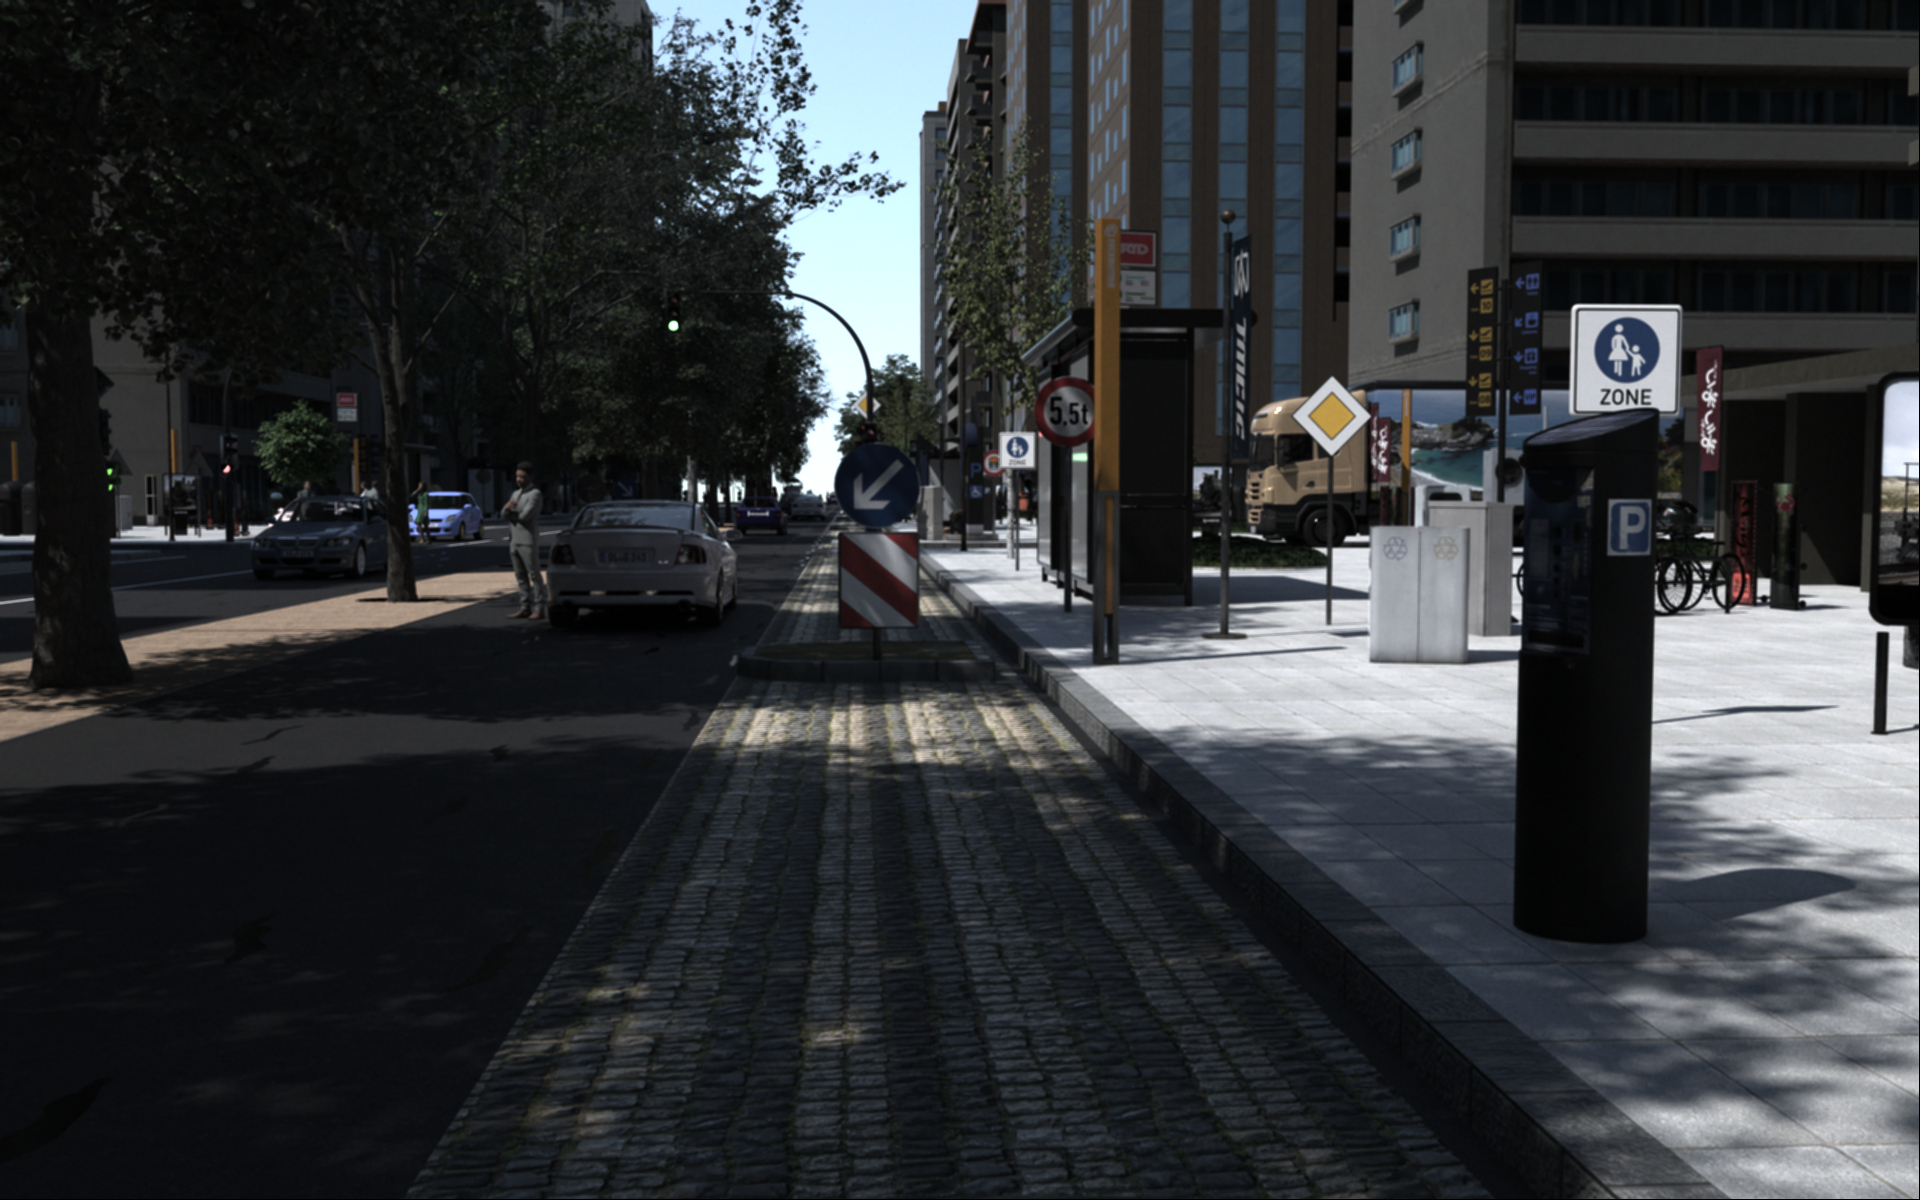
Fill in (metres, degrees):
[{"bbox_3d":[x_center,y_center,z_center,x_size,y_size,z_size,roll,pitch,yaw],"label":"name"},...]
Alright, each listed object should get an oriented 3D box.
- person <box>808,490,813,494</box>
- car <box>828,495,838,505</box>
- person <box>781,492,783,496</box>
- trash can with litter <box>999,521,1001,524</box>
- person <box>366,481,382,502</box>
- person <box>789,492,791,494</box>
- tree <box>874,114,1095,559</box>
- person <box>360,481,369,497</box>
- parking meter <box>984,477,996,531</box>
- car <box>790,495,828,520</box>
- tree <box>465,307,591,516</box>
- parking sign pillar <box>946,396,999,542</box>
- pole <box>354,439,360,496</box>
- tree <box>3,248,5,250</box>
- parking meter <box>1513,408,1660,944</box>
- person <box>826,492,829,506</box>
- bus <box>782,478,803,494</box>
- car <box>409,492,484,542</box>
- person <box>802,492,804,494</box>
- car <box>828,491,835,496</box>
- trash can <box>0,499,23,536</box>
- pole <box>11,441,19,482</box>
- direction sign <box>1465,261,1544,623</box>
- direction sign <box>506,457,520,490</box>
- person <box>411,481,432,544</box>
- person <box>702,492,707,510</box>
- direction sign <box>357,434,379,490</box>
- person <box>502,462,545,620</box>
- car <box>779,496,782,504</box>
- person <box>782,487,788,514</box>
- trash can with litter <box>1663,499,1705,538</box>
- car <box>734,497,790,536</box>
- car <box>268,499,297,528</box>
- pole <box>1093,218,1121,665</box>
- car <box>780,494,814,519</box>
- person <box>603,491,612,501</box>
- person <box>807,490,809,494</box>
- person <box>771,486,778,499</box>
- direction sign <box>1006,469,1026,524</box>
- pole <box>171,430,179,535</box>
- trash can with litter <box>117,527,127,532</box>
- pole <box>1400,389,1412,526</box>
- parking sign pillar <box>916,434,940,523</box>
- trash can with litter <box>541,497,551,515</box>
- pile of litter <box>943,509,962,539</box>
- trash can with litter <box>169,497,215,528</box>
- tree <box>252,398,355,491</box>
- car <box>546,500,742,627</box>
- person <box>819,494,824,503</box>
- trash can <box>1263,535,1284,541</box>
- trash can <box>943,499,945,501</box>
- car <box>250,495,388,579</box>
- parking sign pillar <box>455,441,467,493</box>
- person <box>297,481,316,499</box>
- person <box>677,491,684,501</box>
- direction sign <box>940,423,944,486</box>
[{"bbox_3d":[-12.572,-8.389,145.757,1.348,1.812,0.705,0,4,6],"label":"person"},{"bbox_3d":[-16.356,-12.998,225.100,1.945,1.354,3.894,0,4,-5],"label":"car"},{"bbox_3d":[-28.421,-16.314,275.951,1.217,1.735,0.721,-3,4,-38],"label":"person"},{"bbox_3d":[1.336,-3.986,76.230,1.678,1.210,2.233,0,4,7],"label":"trash can with litter"},{"bbox_3d":[-16.687,-2.498,49.435,0.635,1.810,0.391,2,4,32],"label":"person"},{"bbox_3d":[-22.349,-13.323,227.042,1.217,1.736,0.721,-3,5,-42],"label":"person"},{"bbox_3d":[1.162,-5.110,33.916,4.737,8.622,4.395,0,3,0],"label":"tree"},{"bbox_3d":[-18.200,-2.733,53.200,0.654,1.822,0.581,-2,4,-27],"label":"person"},{"bbox_3d":[1.005,-3.305,59.744,0.399,1.863,0.255,1,4,23],"label":"parking meter"},{"bbox_3d":[-8.354,-5.093,95.627,2.083,1.381,4.827,0,4,-4],"label":"car"},{"bbox_3d":[-25.453,-11.260,102.235,7.486,12.596,7.792,0,3,0],"label":"tree"},{"bbox_3d":[0.337,-3.594,47.239,1.447,3.967,1.447,-1,4,-9],"label":"parking sign pillar"},{"bbox_3d":[-22.306,-4.294,64.055,0.158,3.312,0.155,0,3,0],"label":"pole"},{"bbox_3d":[-20.171,-6.763,28.710,7.486,12.596,7.792,0,3,0],"label":"tree"},{"bbox_3d":[1.830,0.204,5.073,0.372,1.533,0.369,0,3,0],"label":"parking meter"},{"bbox_3d":[-15.847,-12.033,205.957,0.721,1.735,1.217,0,4,-1],"label":"person"},{"bbox_3d":[-25.753,-16.898,267.831,2.896,3.916,12.252,0,4,-3],"label":"bus"},{"bbox_3d":[-15.864,-2.672,53.275,1.945,1.707,3.694,0,4,-2],"label":"car"},{"bbox_3d":[-20.792,-13.423,228.692,1.217,1.736,0.721,0,4,6],"label":"person"},{"bbox_3d":[-17.394,-14.364,243.526,2.281,1.827,5.304,0,4,-2],"label":"car"},{"bbox_3d":[-29.128,-2.538,53.156,0.748,1.137,0.748,0,3,0],"label":"trash can"},{"bbox_3d":[-36.658,-4.488,67.224,0.158,3.312,0.155,0,3,0],"label":"pole"},{"bbox_3d":[5.393,-1.544,17.239,0.379,3.537,0.876,-2,4,-35],"label":"direction sign"},{"bbox_3d":[-27.590,-7.035,107.016,0.876,3.537,0.379,0,4,2],"label":"direction sign"},{"bbox_3d":[-15.254,-2.479,49.287,0.600,1.795,0.529,3,5,39],"label":"person"},{"bbox_3d":[-22.414,-8.663,151.616,0.415,1.643,0.593,-3,4,-36],"label":"person"},{"bbox_3d":[-22.427,-4.508,65.699,0.379,3.537,0.876,3,5,40],"label":"direction sign"},{"bbox_3d":[-5.020,-0.681,19.811,0.511,1.800,0.466,2,4,29],"label":"person"},{"bbox_3d":[-25.325,-14.626,251.720,1.945,1.354,3.894,0,4,-2],"label":"car"},{"bbox_3d":[-9.770,-5.368,96.282,0.388,1.821,0.555,-1,4,-19],"label":"person"},{"bbox_3d":[16.384,-1.687,38.965,1.055,1.170,0.624,-2,4,-34],"label":"trash can with litter"},{"bbox_3d":[-6.939,-2.927,60.429,1.945,1.354,3.894,0,4,-4],"label":"car"},{"bbox_3d":[-19.687,-2.492,53.103,2.083,1.381,4.827,0,4,-4],"label":"car"},{"bbox_3d":[1.098,-1.169,12.952,0.158,3.312,0.155,0,3,0],"label":"pole"},{"bbox_3d":[-9.526,-5.494,101.633,2.131,1.459,4.920,0,4,-3],"label":"car"},{"bbox_3d":[-21.352,-5.794,105.041,0.589,1.601,0.330,0,4,-3],"label":"person"},{"bbox_3d":[-15.127,-10.053,172.883,1.348,1.822,0.705,3,5,39],"label":"person"},{"bbox_3d":[-9.338,-4.793,86.873,0.388,1.821,0.555,2,4,26],"label":"person"},{"bbox_3d":[2.362,-4.967,73.212,0.876,3.537,0.379,-1,4,-13],"label":"direction sign"},{"bbox_3d":[-24.809,-3.728,54.798,0.158,3.312,0.155,0,3,0],"label":"pole"},{"bbox_3d":[-28.846,-2.885,58.229,1.678,1.210,2.233,1,4,23],"label":"trash can with litter"},{"bbox_3d":[8.708,-2.445,33.812,0.158,3.312,0.155,0,3,0],"label":"pole"},{"bbox_3d":[-1.239,-5.433,77.304,1.447,3.967,1.447,-1,4,-17],"label":"parking sign pillar"},{"bbox_3d":[-25.171,-5.765,105.641,0.624,1.170,1.055,1,4,16],"label":"trash can with litter"},{"bbox_3d":[-0.346,-2.221,50.279,1.176,0.858,1.719,1,4,21],"label":"pile of litter"},{"bbox_3d":[-28.542,-3.328,65.466,2.233,1.210,1.678,0,4,2],"label":"trash can with litter"},{"bbox_3d":[-22.412,-4.597,58.871,4.285,4.588,4.351,0,3,0],"label":"tree"},{"bbox_3d":[-3.606,-0.473,20.102,2.083,1.381,4.827,0,4,-4],"label":"car"},{"bbox_3d":[-10.802,-7.469,133.885,0.557,1.426,1.065,-3,4,-39],"label":"person"},{"bbox_3d":[8.639,-2.201,47.639,0.748,1.137,0.748,0,3,0],"label":"trash can"},{"bbox_3d":[-0.827,-2.612,54.366,0.748,1.137,0.748,0,3,0],"label":"trash can"},{"bbox_3d":[-11.152,-1.149,30.785,2.014,1.417,4.499,0,4,-5],"label":"car"},{"bbox_3d":[-25.629,-6.145,88.936,1.447,3.967,1.447,-1,4,-22],"label":"parking sign pillar"},{"bbox_3d":[-18.783,-2.523,49.847,0.767,1.812,0.694,3,5,43],"label":"person"},{"bbox_3d":[-24.539,-8.733,151.999,0.721,1.736,1.217,-3,5,-40],"label":"person"},{"bbox_3d":[-0.582,-3.885,55.519,0.379,3.537,0.876,0,4,6],"label":"direction sign"}]
